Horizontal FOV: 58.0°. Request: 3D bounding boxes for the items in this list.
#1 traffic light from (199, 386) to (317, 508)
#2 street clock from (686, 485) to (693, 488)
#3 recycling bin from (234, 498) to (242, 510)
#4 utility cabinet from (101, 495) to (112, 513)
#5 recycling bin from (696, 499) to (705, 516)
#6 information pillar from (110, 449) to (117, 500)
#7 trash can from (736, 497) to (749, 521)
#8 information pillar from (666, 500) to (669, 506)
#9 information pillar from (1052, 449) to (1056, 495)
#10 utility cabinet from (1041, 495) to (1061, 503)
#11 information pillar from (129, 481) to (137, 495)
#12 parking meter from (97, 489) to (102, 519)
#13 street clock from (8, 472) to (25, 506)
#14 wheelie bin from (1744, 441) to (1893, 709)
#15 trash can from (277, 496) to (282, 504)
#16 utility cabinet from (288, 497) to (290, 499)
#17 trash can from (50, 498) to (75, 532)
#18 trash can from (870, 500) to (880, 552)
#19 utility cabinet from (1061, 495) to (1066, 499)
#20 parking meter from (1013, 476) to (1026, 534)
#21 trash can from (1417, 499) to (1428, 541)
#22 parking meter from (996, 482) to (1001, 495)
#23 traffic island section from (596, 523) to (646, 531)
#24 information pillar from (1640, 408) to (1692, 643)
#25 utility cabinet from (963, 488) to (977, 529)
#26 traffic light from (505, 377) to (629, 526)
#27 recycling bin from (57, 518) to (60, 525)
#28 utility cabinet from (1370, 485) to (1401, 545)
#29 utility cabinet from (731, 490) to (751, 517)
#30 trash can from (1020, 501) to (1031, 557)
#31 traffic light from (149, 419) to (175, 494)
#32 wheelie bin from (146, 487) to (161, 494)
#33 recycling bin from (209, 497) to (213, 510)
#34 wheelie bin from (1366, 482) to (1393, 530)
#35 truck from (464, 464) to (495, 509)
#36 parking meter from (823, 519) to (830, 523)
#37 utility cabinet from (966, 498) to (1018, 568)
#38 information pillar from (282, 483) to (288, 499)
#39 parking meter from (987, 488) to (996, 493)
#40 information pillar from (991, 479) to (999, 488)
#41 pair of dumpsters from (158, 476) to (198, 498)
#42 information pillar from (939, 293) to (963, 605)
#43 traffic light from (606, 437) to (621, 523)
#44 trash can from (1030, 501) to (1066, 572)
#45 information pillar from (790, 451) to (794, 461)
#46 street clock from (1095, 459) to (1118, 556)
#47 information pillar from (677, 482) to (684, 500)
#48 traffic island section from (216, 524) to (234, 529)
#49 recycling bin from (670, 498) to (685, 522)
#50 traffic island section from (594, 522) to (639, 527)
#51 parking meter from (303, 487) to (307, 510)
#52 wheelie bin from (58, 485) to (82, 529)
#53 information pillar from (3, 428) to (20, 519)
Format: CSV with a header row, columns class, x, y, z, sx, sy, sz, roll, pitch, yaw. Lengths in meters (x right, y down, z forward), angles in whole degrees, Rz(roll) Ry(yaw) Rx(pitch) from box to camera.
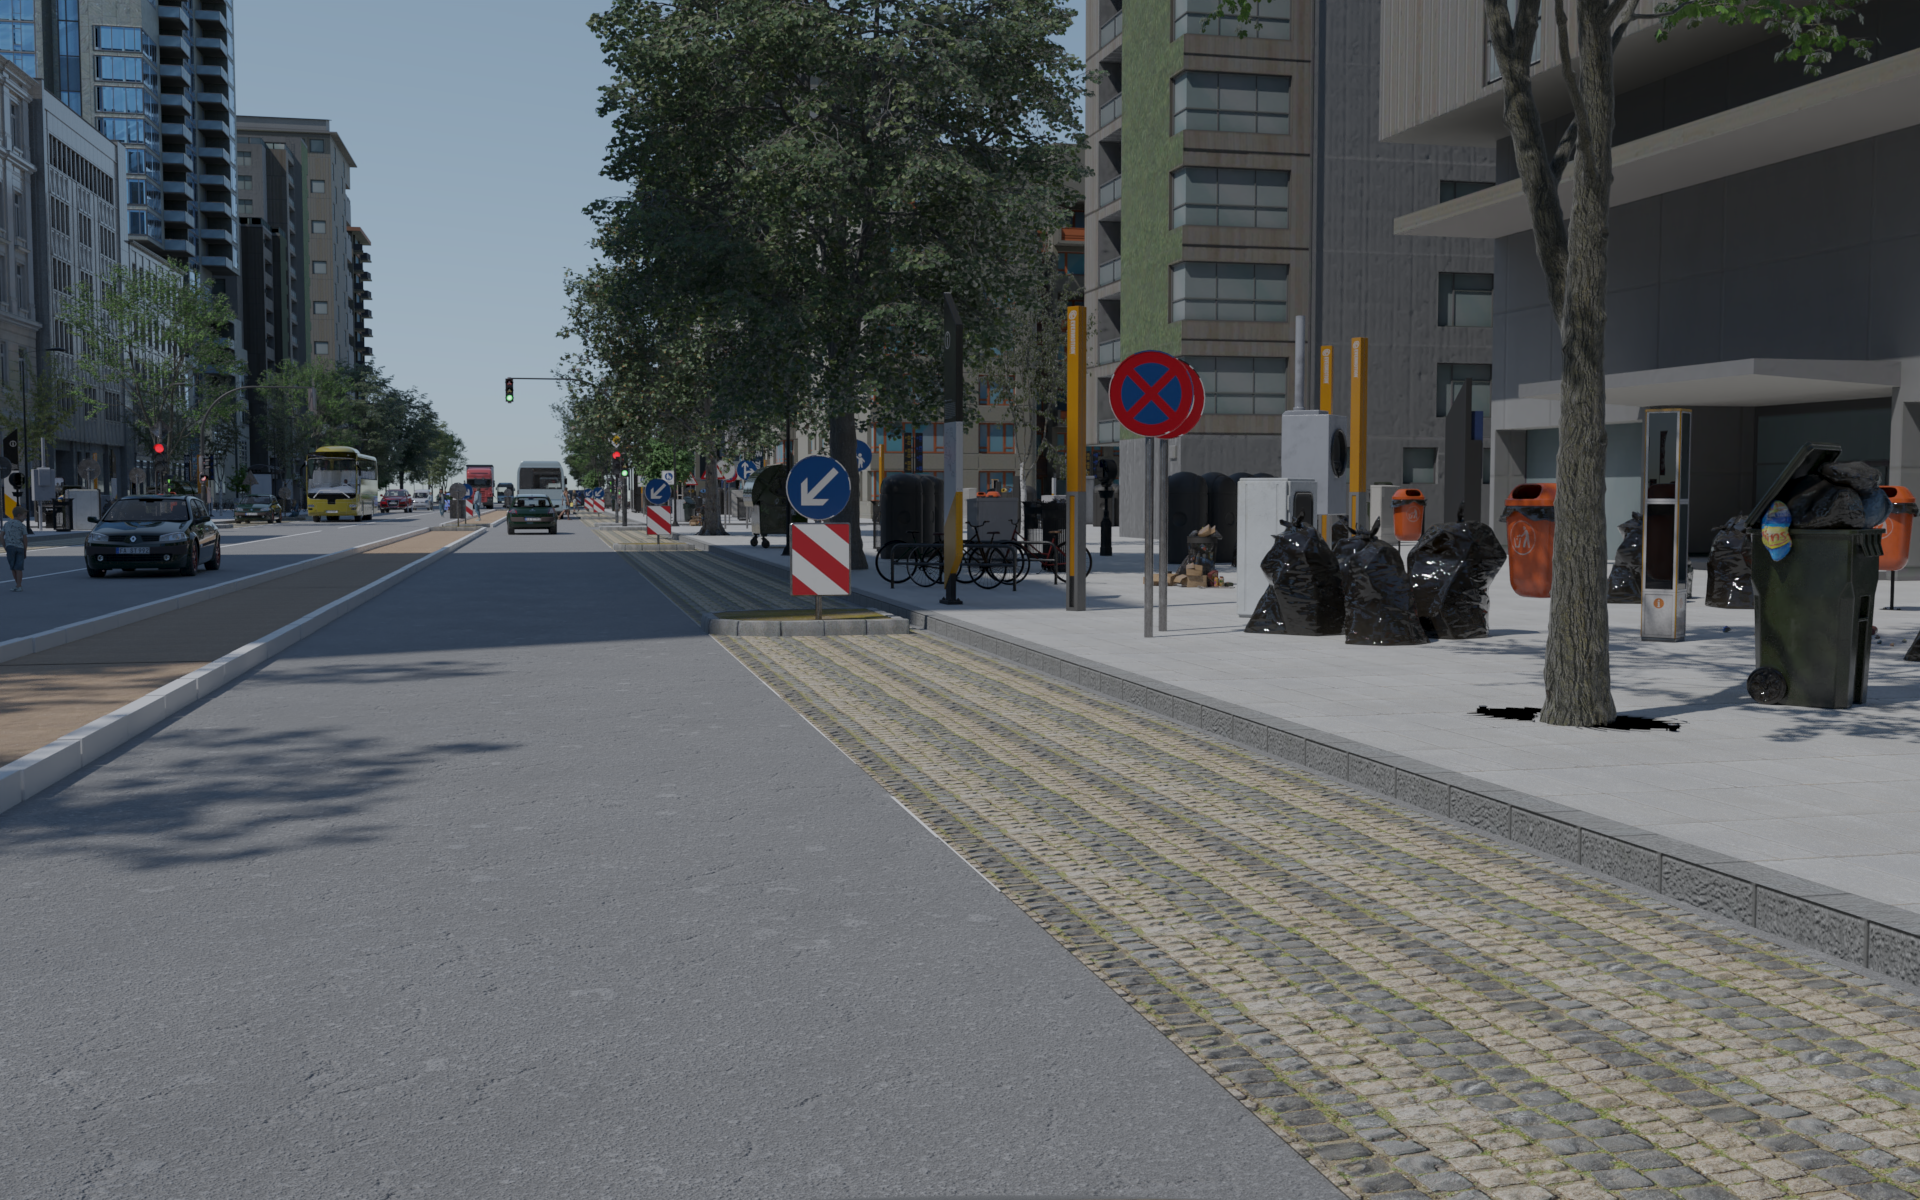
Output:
class,x,y,z,sx,sy,sz,roll,pitch,yaw
traffic light,-29.585,-6.007,72.887,4.771,5.953,1.251,-1,4,-13
street clock,-18.553,-6.978,118.654,0.471,2.002,0.358,-1,4,-10
recycling bin,-45.570,-5.954,109.900,0.722,1.027,0.722,-3,5,-45
utility cabinet,-50.927,-5.609,102.871,1.020,1.237,0.306,0,4,0
recycling bin,-14.625,-5.163,96.975,0.722,1.027,0.722,3,5,40
information pillar,-43.860,-6.020,89.781,0.183,3.616,0.504,0,4,-5
trash can,-10.367,-4.361,82.961,0.748,1.137,0.748,0,3,0
information pillar,-16.689,-5.746,98.445,0.304,2.012,0.304,0,4,-1
information pillar,4.840,-5.976,89.058,0.183,3.616,0.504,1,4,19
utility cabinet,4.359,-4.464,84.146,0.306,1.237,1.020,-2,4,-33
information pillar,-46.559,-5.692,97.559,0.304,2.012,0.304,-3,5,-39
parking meter,-41.416,-4.569,83.108,0.372,1.533,0.369,0,3,0
street clock,-31.510,-3.263,57.923,0.358,2.002,0.471,2,4,25
wheelie bin,5.265,-0.166,10.615,0.693,1.594,0.980,3,5,42
trash can,-53.280,-7.588,135.716,0.748,1.137,0.748,0,3,0
utility cabinet,-50.241,-7.221,129.220,0.306,1.237,1.020,0,4,-7
trash can,-30.487,-2.888,58.867,0.748,1.137,0.748,0,3,0
trash can,-1.639,-1.649,38.612,0.748,1.137,0.748,0,3,0
utility cabinet,5.219,-4.682,87.716,1.020,1.237,0.306,-2,4,-30
parking meter,1.923,-3.072,55.944,0.255,1.863,0.399,3,4,37
trash can,12.441,-2.194,47.521,0.748,1.137,0.748,0,3,0
parking meter,1.815,-4.623,81.297,0.255,1.863,0.399,0,3,0
traffic island section,-13.266,-2.834,68.621,2.009,0.180,2.903,-1,4,-13
information pillar,6.142,-0.647,15.072,0.304,2.012,0.304,3,4,39
utility cabinet,0.293,-3.359,63.592,0.318,1.500,1.173,-1,4,-16
traffic light,-15.323,-5.701,67.879,4.771,5.953,1.251,-1,4,-13
recycling bin,-37.470,-3.682,72.748,0.722,1.027,0.722,3,5,40
utility cabinet,10.539,-2.091,42.864,0.318,1.500,1.173,3,4,37
utility cabinet,-11.794,-5.218,93.995,1.173,1.500,0.318,0,4,1
trash can,1.581,-1.409,34.695,0.748,1.137,0.748,0,3,0
traffic light,-29.762,-4.629,64.603,0.839,4.253,0.868,-1,4,-13
wheelie bin,-34.717,-4.086,74.711,0.980,1.594,0.693,-1,4,-17
recycling bin,-58.988,-7.522,135.538,0.722,1.027,0.722,3,5,39
wheelie bin,11.092,-2.291,45.369,0.693,1.594,0.980,-2,4,-31
truck,-46.111,-10.861,166.488,2.839,4.237,11.283,-1,4,-14
parking meter,-3.394,-2.433,45.490,0.255,1.863,0.399,3,5,41
utility cabinet,0.563,-1.173,30.335,0.306,1.237,1.020,3,5,45
information pillar,-45.879,-6.923,117.690,0.304,2.012,0.304,-2,4,-30
parking meter,1.309,-3.903,72.221,0.372,1.533,0.369,0,3,0
information pillar,1.748,-5.023,86.613,0.304,2.012,0.304,-1,4,-12
pair of dumpsters,-40.959,-5.396,90.713,1.574,2.255,4.437,-1,4,-13
information pillar,-0.081,-1.754,20.031,0.183,3.616,0.504,-1,4,-17
traffic light,-15.146,-5.342,76.269,0.839,4.253,0.868,-1,4,-13
trash can,1.665,-1.038,28.624,0.748,1.137,0.748,0,3,0
information pillar,-8.537,-5.863,87.215,0.183,3.616,0.504,-3,5,-43
street clock,3.030,-1.915,35.880,0.358,2.002,0.471,-2,4,-32
information pillar,-15.701,-5.678,97.322,0.304,2.012,0.304,0,4,4
traffic island section,-31.642,-3.071,72.499,2.009,0.180,2.903,-1,4,-13
recycling bin,-12.824,-4.102,79.625,0.722,1.027,0.722,0,4,-5
traffic island section,-15.105,-3.310,76.393,2.009,0.180,2.903,-1,4,-13
parking meter,-54.172,-8.410,143.219,0.255,1.863,0.399,-2,4,-30
wheelie bin,-32.526,-3.404,63.558,0.980,1.594,0.693,-3,4,-37
information pillar,-33.662,-4.291,61.514,0.504,3.616,0.183,-1,4,-15
